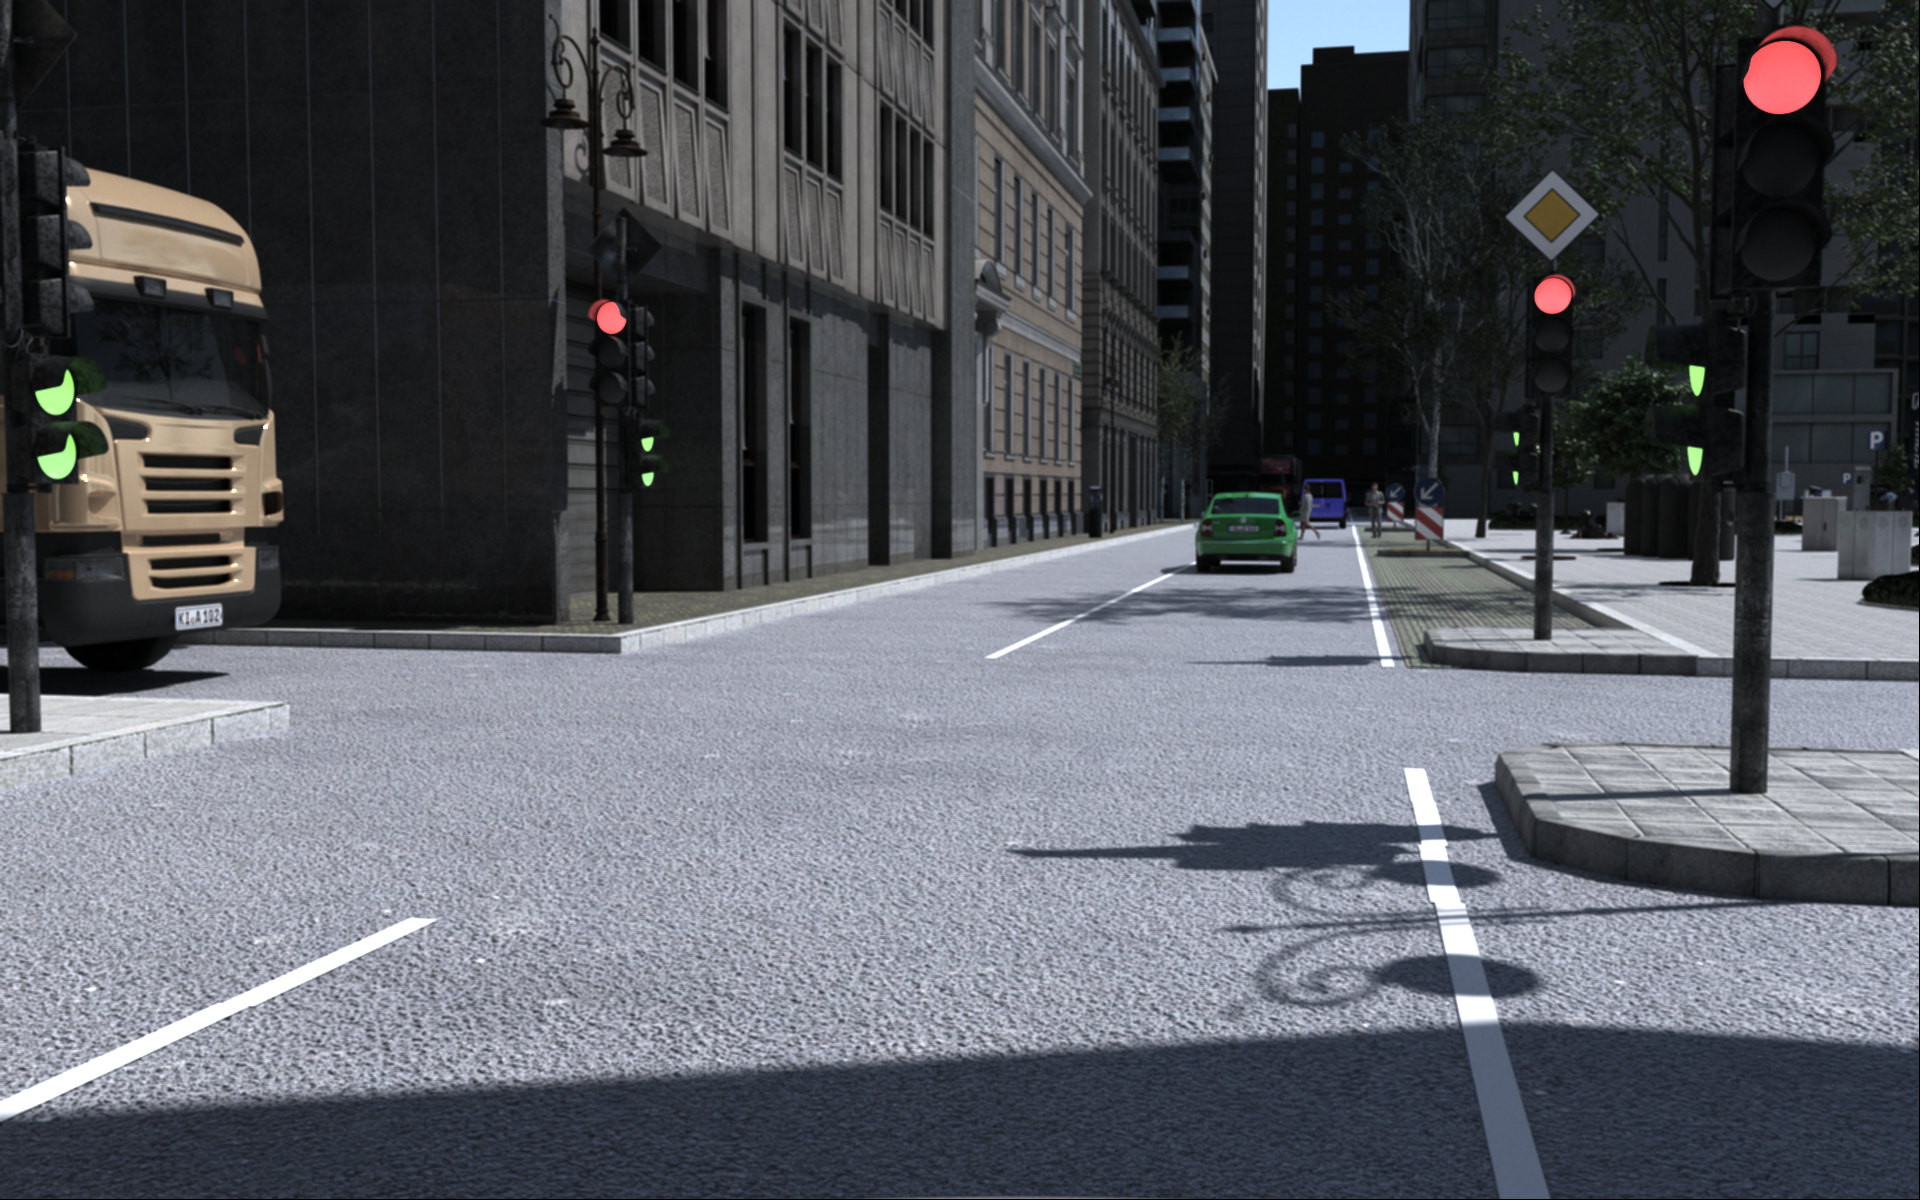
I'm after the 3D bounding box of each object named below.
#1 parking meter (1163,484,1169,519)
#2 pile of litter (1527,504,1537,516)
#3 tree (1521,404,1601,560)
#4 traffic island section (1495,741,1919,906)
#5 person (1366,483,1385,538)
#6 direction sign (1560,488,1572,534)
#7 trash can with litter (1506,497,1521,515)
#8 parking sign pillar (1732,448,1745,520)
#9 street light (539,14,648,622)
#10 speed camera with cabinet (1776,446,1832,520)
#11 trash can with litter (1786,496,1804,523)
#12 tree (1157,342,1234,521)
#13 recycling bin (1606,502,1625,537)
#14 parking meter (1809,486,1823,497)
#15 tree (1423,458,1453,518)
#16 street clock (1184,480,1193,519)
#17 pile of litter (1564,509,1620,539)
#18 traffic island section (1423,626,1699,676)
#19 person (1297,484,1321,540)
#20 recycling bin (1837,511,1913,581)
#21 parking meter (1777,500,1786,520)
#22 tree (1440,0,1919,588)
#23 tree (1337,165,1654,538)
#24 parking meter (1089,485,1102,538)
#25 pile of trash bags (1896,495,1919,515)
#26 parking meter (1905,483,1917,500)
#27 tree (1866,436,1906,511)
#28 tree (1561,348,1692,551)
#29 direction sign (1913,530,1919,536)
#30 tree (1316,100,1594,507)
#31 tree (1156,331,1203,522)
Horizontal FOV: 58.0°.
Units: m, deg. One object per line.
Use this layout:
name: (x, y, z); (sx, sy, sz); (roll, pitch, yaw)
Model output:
parking meter: (10.735, -5.204, 90.804); (0.399, 1.863, 0.255); (0, 4, -7)
pile of litter: (25.568, -3.861, 77.086); (1.176, 0.858, 1.719); (-3, 5, -43)
tree: (11.476, -2.410, 33.999); (1.663, 3.219, 1.824); (0, 3, 0)
traffic island section: (3.424, 0.906, 7.474); (2.009, 0.180, 2.903); (1, 4, 12)
person: (13.385, -2.887, 55.902); (0.606, 1.804, 0.583); (1, 4, 20)
direction sign: (19.424, -3.879, 55.422); (0.379, 3.537, 0.876); (1, 4, 21)
trash can with litter: (22.882, -3.658, 71.203); (0.624, 1.170, 1.055); (0, 4, -4)
parking sign pillar: (27.363, -4.462, 61.426); (1.447, 3.967, 1.447); (-1, 4, -23)
street light: (-3.620, -2.725, 17.336); (0.468, 5.910, 1.993); (1, 4, 12)
speed camera with cabinet: (34.871, -4.724, 71.580); (2.038, 3.252, 0.660); (1, 4, 23)
trash can with litter: (37.894, -4.064, 77.507); (1.678, 1.210, 2.233); (-2, 4, -35)
tree: (11.008, -8.151, 83.636); (4.360, 8.622, 3.978); (0, 3, 0)
recycling bin: (20.047, -2.444, 52.514); (0.722, 1.027, 0.722); (2, 4, 32)
parking meter: (26.021, -2.708, 52.681); (0.372, 1.533, 0.369); (0, 3, 0)
tree: (25.604, -5.989, 92.525); (1.663, 3.219, 1.824); (0, 3, 0)
street clock: (11.510, -5.077, 87.587); (0.471, 2.002, 0.358); (-2, 4, -34)
pile of litter: (18.259, -2.204, 50.005); (1.176, 0.858, 1.719); (-1, 4, -15)
traffic island section: (5.158, 0.429, 15.270); (2.009, 0.180, 2.903); (1, 4, 12)
person: (10.777, -2.714, 53.625); (0.760, 1.731, 0.466); (0, 4, 6)
recycling bin: (13.702, -0.819, 25.948); (0.722, 1.027, 0.722); (-1, 4, -13)
parking meter: (39.912, -4.633, 84.157); (0.372, 1.533, 0.369); (0, 3, 0)
tree: (10.400, -5.989, 23.670); (9.928, 11.665, 9.643); (0, 3, 0)
tree: (15.243, -7.077, 50.127); (8.767, 10.594, 7.601); (0, 4, 0)
parking meter: (3.984, -2.601, 50.942); (0.372, 1.533, 0.369); (0, 3, 0)
pile of trash bags: (41.937, -4.115, 77.033); (3.447, 1.369, 1.912); (2, 4, 26)
parking meter: (43.665, -4.516, 79.546); (0.399, 1.863, 0.255); (0, 4, 6)
tree: (31.009, -3.836, 57.322); (1.663, 3.219, 1.824); (0, 3, 0)
tree: (15.289, -3.389, 39.119); (4.285, 4.588, 4.351); (0, 3, 0)
direction sign: (29.251, -3.709, 52.632); (0.379, 3.537, 0.876); (0, 4, -7)
tree: (23.128, -13.795, 81.445); (12.611, 20.169, 13.585); (0, 3, 0)
tree: (8.969, -7.821, 78.240); (4.737, 8.622, 4.395); (0, 3, 0)
